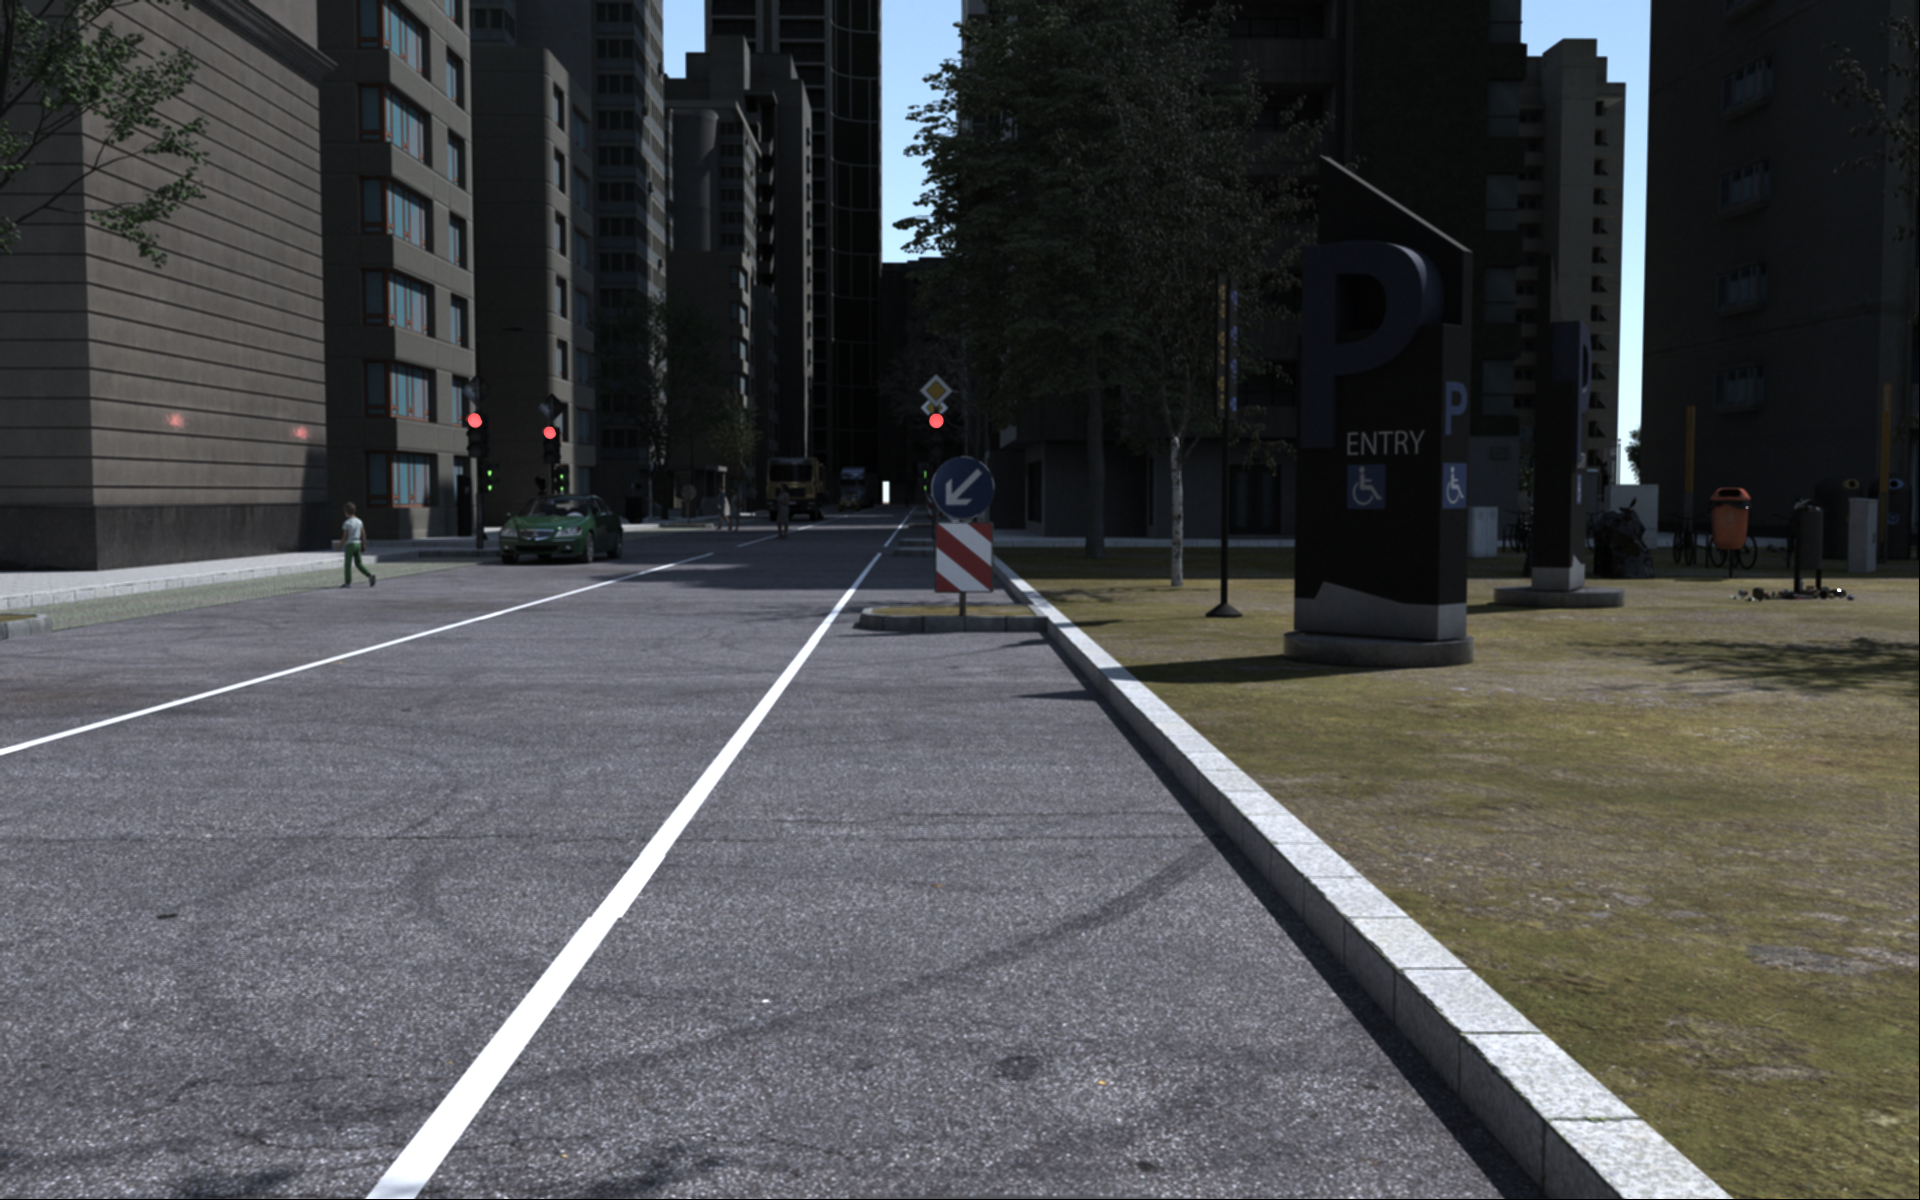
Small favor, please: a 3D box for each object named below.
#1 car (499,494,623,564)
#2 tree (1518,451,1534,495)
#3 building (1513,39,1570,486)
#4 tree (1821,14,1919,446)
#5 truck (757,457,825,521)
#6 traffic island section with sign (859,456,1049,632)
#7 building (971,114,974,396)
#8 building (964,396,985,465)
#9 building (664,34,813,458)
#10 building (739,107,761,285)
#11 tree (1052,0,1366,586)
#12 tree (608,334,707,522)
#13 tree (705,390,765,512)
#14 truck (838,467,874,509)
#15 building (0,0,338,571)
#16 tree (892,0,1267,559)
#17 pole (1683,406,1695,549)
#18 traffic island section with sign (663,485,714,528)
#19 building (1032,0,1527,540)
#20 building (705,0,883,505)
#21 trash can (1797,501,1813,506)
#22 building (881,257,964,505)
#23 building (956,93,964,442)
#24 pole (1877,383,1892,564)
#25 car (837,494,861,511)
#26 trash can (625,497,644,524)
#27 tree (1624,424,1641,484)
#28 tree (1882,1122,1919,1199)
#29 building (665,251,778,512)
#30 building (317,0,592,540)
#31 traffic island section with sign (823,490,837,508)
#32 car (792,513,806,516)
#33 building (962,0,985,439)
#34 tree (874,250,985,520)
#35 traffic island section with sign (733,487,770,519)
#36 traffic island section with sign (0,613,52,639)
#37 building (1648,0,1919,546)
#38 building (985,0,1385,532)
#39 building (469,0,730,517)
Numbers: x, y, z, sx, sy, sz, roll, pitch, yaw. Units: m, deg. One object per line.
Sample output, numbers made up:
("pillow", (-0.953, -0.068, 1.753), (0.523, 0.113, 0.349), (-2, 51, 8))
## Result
("car", (-8.496, -1.552, 37.168), (2.131, 1.459, 4.920), (0, 4, 1))
("tree", (22.012, -4.540, 68.826), (1.663, 3.219, 1.824), (0, 3, 0))
("building", (60.282, -34.618, 189.704), (21.600, 48.544, 21.300), (0, 4, -1))
("tree", (10.026, -3.964, 15.175), (4.360, 8.622, 3.978), (0, 3, 0))
("truck", (-8.874, -5.990, 93.856), (3.469, 3.379, 9.791), (0, 4, -1))
("traffic island section with sign", (-0.089, -0.629, 18.907), (1.989, 1.847, 2.006), (0, 4, -1))
("building", (7.783, -22.203, 134.727), (14.160, 30.474, 14.107), (0, 4, -1))
("building", (11.742, -48.554, 106.533), (22.319, 86.520, 31.000), (0, 4, -1))
("building", (-27.228, -34.519, 188.083), (21.600, 48.544, 21.300), (0, 4, -1))
("building", (-32.100, -28.843, 163.470), (32.217, 40.220, 23.993), (0, 4, -1))
("tree", (3.085, -4.483, 23.664), (4.360, 8.622, 3.978), (0, 3, 0))
("tree", (-14.079, -7.922, 79.889), (4.360, 8.622, 3.978), (0, 3, 0))
("tree", (-15.368, -10.387, 120.194), (4.737, 8.622, 4.395), (0, 3, 0))
("truck", (-10.467, -11.481, 177.474), (2.967, 4.110, 18.799), (0, 3, 0))
("building", (-26.593, -14.451, 33.541), (25.104, 27.353, 12.463), (0, 4, -1))
("tree", (2.289, -7.102, 34.245), (7.486, 12.596, 7.792), (0, 3, 0))
("pole", (16.910, -2.833, 40.158), (0.158, 3.312, 0.155), (0, 3, 0))
("traffic island section with sign", (-11.577, -3.998, 73.989), (1.989, 1.847, 2.006), (0, 4, -1))
("building", (8.416, -17.256, 53.833), (14.107, 30.474, 14.160), (0, 4, -1))
("building", (-20.154, -47.510, 215.032), (20.611, 71.187, 20.563), (0, 4, -1))
("trash can", (17.888, -1.500, 36.183), (0.748, 1.137, 0.748), (0, 3, 0))
("building", (-2.747, -27.057, 214.077), (14.107, 30.474, 14.160), (0, 4, -1))
("building", (10.765, -34.532, 184.210), (23.786, 49.044, 30.456), (0, 4, -1))
("pole", (17.010, -2.326, 31.865), (0.158, 3.312, 0.155), (0, 3, 0))
("car", (-9.190, -8.176, 143.896), (2.015, 1.641, 3.980), (0, 4, -1))
("trash can", (-14.023, -3.865, 74.848), (0.748, 1.137, 0.748), (0, 3, 0))
("tree", (28.498, -5.274, 69.950), (4.285, 4.588, 4.351), (0, 3, 0))
("tree", (2.331, -4.705, 2.690), (9.928, 11.665, 9.643), (0, 3, 0))
("building", (-29.595, -17.899, 137.689), (27.650, 21.520, 28.899), (0, 4, -1))
("building", (-29.676, -13.240, 61.514), (27.650, 21.520, 28.899), (0, 4, -1))
("traffic island section with sign", (-13.684, -10.358, 177.986), (1.989, 1.847, 2.006), (0, 4, -1))
("car", (-10.130, -6.081, 111.223), (2.131, 1.459, 4.920), (0, 4, -1))
("building", (13.807, -34.599, 154.935), (28.713, 52.752, 27.495), (0, 4, -1))
("tree", (0.893, -10.682, 85.017), (12.009, 13.543, 11.850), (0, 3, 0))
("traffic island section with sign", (-12.124, -5.646, 100.939), (1.989, 1.847, 2.006), (0, 4, -1))
("traffic island section with sign", (-10.433, -0.543, 17.503), (1.989, 1.847, 2.006), (0, 4, -1))
("building", (34.244, -26.367, 54.803), (21.600, 48.544, 21.300), (0, 4, -1))
("building", (7.955, -18.201, 69.292), (14.160, 30.474, 14.107), (0, 4, -1))
("building", (-30.867, -25.188, 103.700), (32.217, 40.220, 23.993), (0, 4, -1))
